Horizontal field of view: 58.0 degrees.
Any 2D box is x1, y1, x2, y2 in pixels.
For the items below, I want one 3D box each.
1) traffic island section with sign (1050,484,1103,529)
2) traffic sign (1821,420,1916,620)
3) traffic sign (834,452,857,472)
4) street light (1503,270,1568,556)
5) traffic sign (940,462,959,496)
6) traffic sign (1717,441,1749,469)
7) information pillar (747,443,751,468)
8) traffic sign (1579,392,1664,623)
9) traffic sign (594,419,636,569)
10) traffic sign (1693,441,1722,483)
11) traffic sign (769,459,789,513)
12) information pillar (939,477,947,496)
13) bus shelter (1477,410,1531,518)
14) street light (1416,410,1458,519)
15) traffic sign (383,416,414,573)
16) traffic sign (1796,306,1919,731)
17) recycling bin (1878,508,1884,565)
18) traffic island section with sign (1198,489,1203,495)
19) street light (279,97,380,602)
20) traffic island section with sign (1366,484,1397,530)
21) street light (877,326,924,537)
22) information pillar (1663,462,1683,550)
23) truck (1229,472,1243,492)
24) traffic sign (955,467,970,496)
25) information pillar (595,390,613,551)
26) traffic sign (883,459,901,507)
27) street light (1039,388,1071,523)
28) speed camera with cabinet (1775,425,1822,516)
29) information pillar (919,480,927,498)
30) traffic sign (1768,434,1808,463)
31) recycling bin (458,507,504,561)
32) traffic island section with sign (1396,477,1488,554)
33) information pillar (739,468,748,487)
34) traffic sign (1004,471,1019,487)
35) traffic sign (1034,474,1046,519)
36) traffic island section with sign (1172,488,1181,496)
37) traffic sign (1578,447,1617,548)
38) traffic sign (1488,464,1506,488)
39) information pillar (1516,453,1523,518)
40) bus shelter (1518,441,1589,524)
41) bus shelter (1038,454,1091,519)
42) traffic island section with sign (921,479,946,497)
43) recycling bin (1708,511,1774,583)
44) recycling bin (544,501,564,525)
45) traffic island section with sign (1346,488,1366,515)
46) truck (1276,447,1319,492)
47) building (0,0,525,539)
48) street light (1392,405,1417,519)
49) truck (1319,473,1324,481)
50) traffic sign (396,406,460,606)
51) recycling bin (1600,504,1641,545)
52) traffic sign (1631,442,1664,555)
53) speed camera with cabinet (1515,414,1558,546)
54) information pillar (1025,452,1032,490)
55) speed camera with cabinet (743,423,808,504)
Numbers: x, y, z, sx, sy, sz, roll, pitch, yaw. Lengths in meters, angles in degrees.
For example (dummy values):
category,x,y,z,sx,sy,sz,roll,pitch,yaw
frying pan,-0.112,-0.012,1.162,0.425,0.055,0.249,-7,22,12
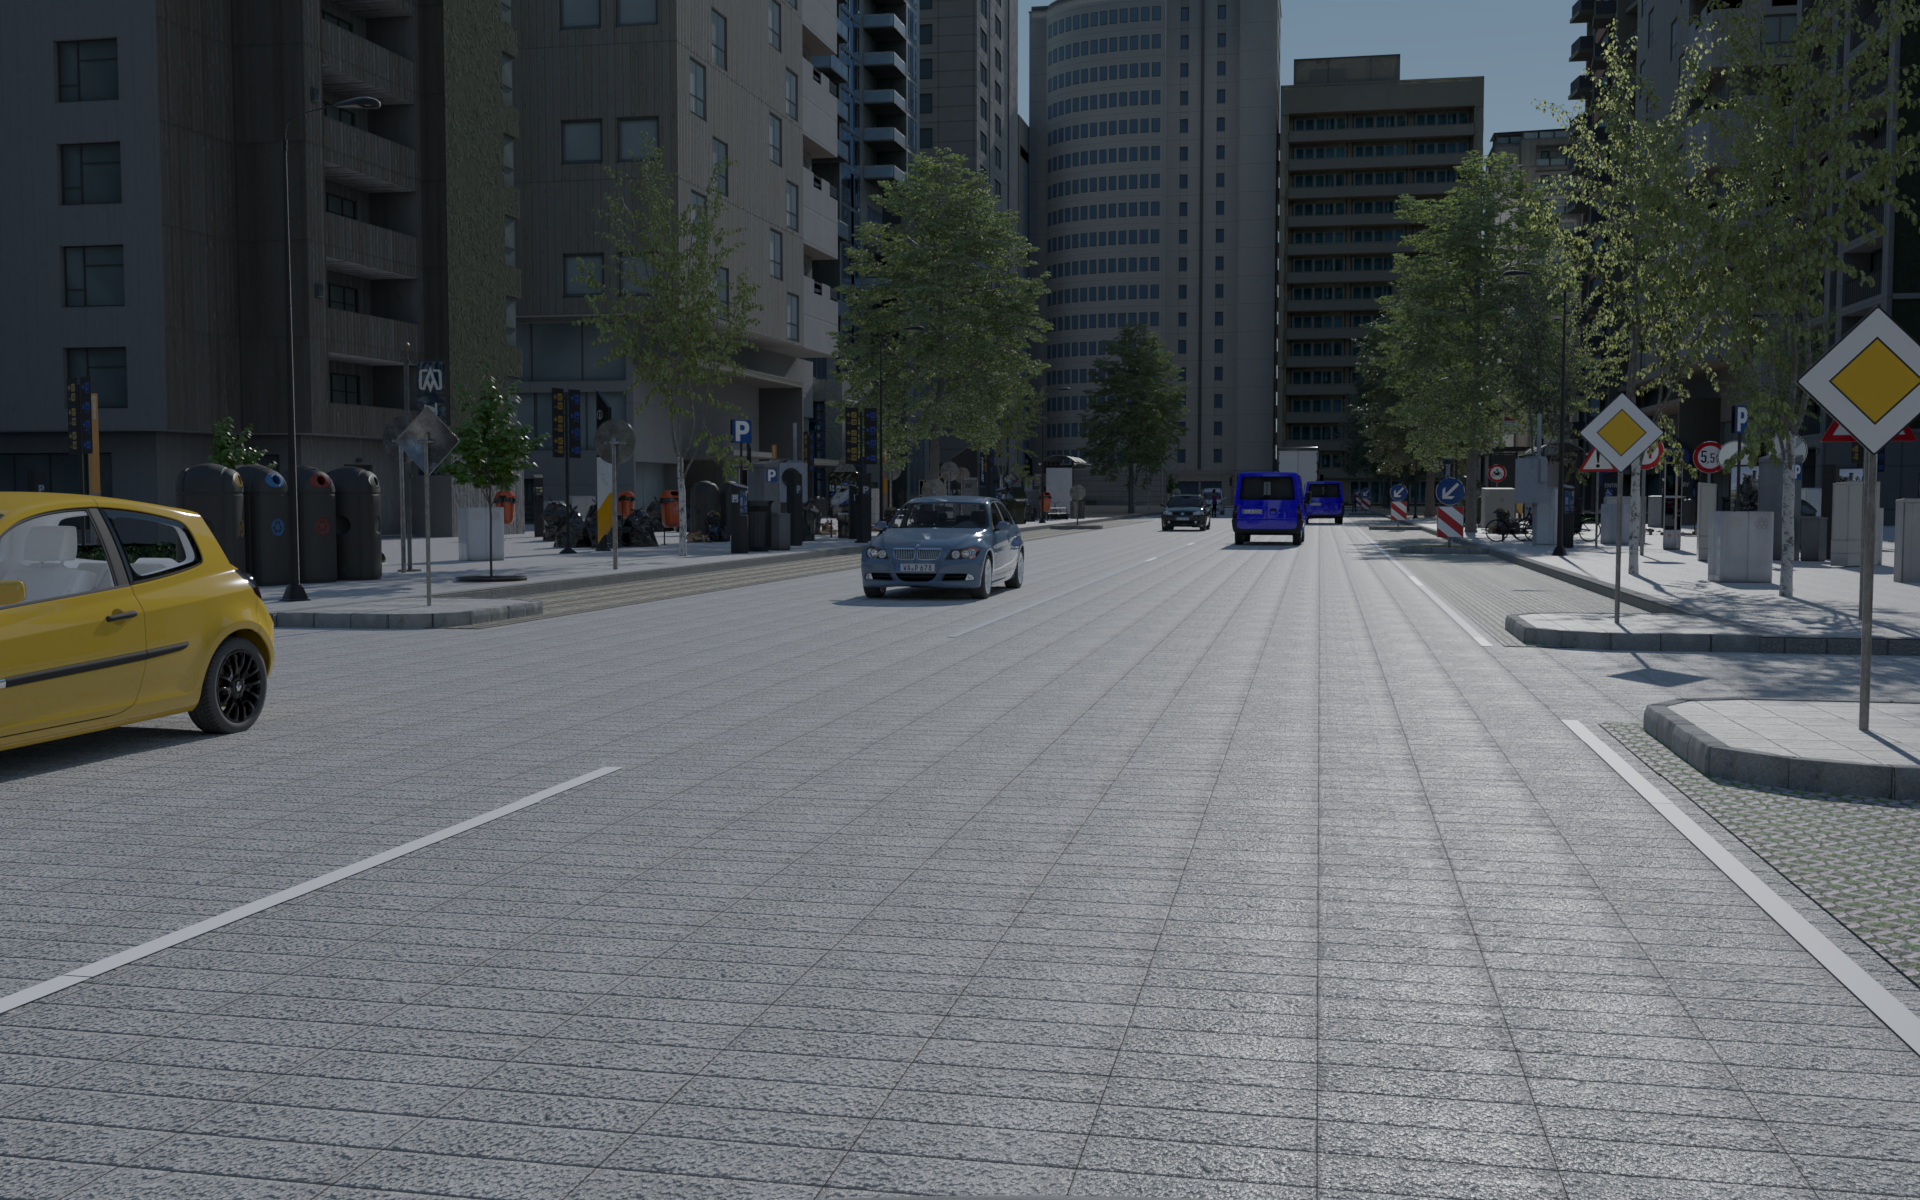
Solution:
category,x,y,z,sx,sy,sz,roll,pitch,yaw
traffic island section with sign,4.807,-3.803,70.805,1.989,1.847,2.006,1,4,12
traffic sign,9.202,-1.076,17.595,0.884,2.594,0.081,1,4,13
traffic sign,-3.484,-3.214,52.555,0.884,2.594,0.081,1,4,15
street light,11.964,-3.883,36.024,1.470,5.913,1.316,1,4,12
traffic sign,-0.424,-4.141,67.805,0.768,2.556,0.104,1,4,14
traffic sign,18.539,-2.532,41.496,0.768,2.556,0.104,1,4,21
information pillar,-8.857,-4.976,72.707,0.183,3.616,0.504,-1,4,-20
traffic sign,6.535,-0.828,17.173,0.795,2.450,0.064,1,4,12
traffic sign,-5.866,-1.793,29.416,0.768,2.556,0.104,1,4,14
traffic sign,18.079,-2.551,41.822,0.768,2.556,0.104,1,4,13
traffic sign,-5.216,-2.929,50.014,0.606,2.300,0.079,1,4,14
information pillar,-0.726,-4.172,72.711,0.304,2.012,0.304,1,4,10
bus shelter,25.081,-6.293,80.523,2.179,5.291,8.768,1,4,12
street light,17.532,-5.539,63.097,1.470,5.913,1.316,1,4,12
traffic sign,-9.064,-1.715,28.148,0.768,2.556,0.104,1,4,19
traffic sign,4.911,-0.349,9.354,0.795,2.450,0.064,1,4,12
recycling bin,16.419,-1.170,31.691,0.722,1.027,0.722,1,4,17
traffic island section with sign,20.588,-8.449,146.776,1.989,1.847,2.006,1,4,12
street light,-7.464,-2.935,20.527,1.470,5.913,1.316,1,4,12
traffic island section with sign,17.309,-3.687,68.913,1.989,1.847,2.006,1,4,12
street light,-1.673,-4.621,48.098,1.470,5.913,1.316,1,4,12
information pillar,16.378,-2.159,39.798,0.304,2.012,0.304,3,5,45
truck,25.871,-9.652,153.729,3.469,3.379,9.791,1,4,12
traffic sign,0.081,-5.029,82.324,0.768,2.556,0.104,1,4,17
information pillar,-7.984,-2.906,38.862,0.504,3.616,0.183,3,5,44
traffic sign,-2.540,-3.879,63.532,0.768,2.556,0.104,1,4,15
street light,4.151,-6.320,75.869,1.470,5.913,1.316,1,4,12
speed camera with cabinet,23.206,-3.286,48.062,0.660,3.252,2.038,0,4,-5
information pillar,-1.919,-5.202,89.546,0.304,2.012,0.304,2,4,29
traffic sign,17.177,-2.197,36.033,0.768,2.556,0.104,1,4,16
recycling bin,-9.271,-1.283,33.527,0.722,1.027,0.722,-2,4,-30
traffic island section with sign,11.713,-2.040,41.986,1.989,1.847,2.006,1,4,12
information pillar,-6.160,-2.767,49.727,0.304,2.012,0.304,1,4,11
traffic sign,2.586,-5.261,87.203,0.795,2.450,0.064,1,4,16
traffic sign,4.057,-5.245,87.892,0.606,2.300,0.079,1,4,17
traffic island section with sign,15.040,-6.818,120.097,1.989,1.847,2.006,1,4,12
traffic sign,15.264,-2.537,41.480,0.884,2.594,0.081,1,4,19
traffic sign,22.937,-4.521,74.024,0.768,2.556,0.104,1,4,15
information pillar,27.772,-5.787,85.966,0.504,3.616,0.183,-3,4,-37
bus shelter,23.586,-4.596,69.065,2.014,3.302,5.546,1,4,12
bus shelter,5.536,-5.944,91.107,2.014,3.302,5.546,1,4,12
traffic island section with sign,-0.729,-2.173,44.149,1.989,1.847,2.006,1,4,12
recycling bin,11.403,-0.780,25.310,0.722,1.027,0.722,1,4,9
recycling bin,-14.808,-3.063,62.635,0.722,1.027,0.722,2,4,34
traffic island section with sign,27.262,-6.621,116.881,1.989,1.847,2.006,1,4,12
truck,21.177,-7.350,109.087,2.839,4.237,11.283,1,4,10
building,-22.323,-17.005,49.725,14.160,30.474,14.107,1,4,12
street light,23.191,-7.193,90.152,1.470,5.913,1.316,1,4,12
truck,24.740,-7.994,126.618,3.469,3.379,9.791,1,4,13
traffic sign,-6.087,-0.989,19.805,0.795,2.450,0.064,1,4,12
recycling bin,16.935,-1.948,44.399,0.722,1.027,0.722,-2,4,-34
traffic sign,14.269,-2.206,36.168,0.768,2.556,0.104,1,4,16
speed camera with cabinet,14.566,-2.994,43.285,0.660,3.252,2.038,3,5,42
information pillar,3.700,-6.266,93.799,0.504,3.616,0.183,3,5,40
speed camera with cabinet,-5.302,-3.294,48.189,2.038,3.252,0.660,1,4,8
